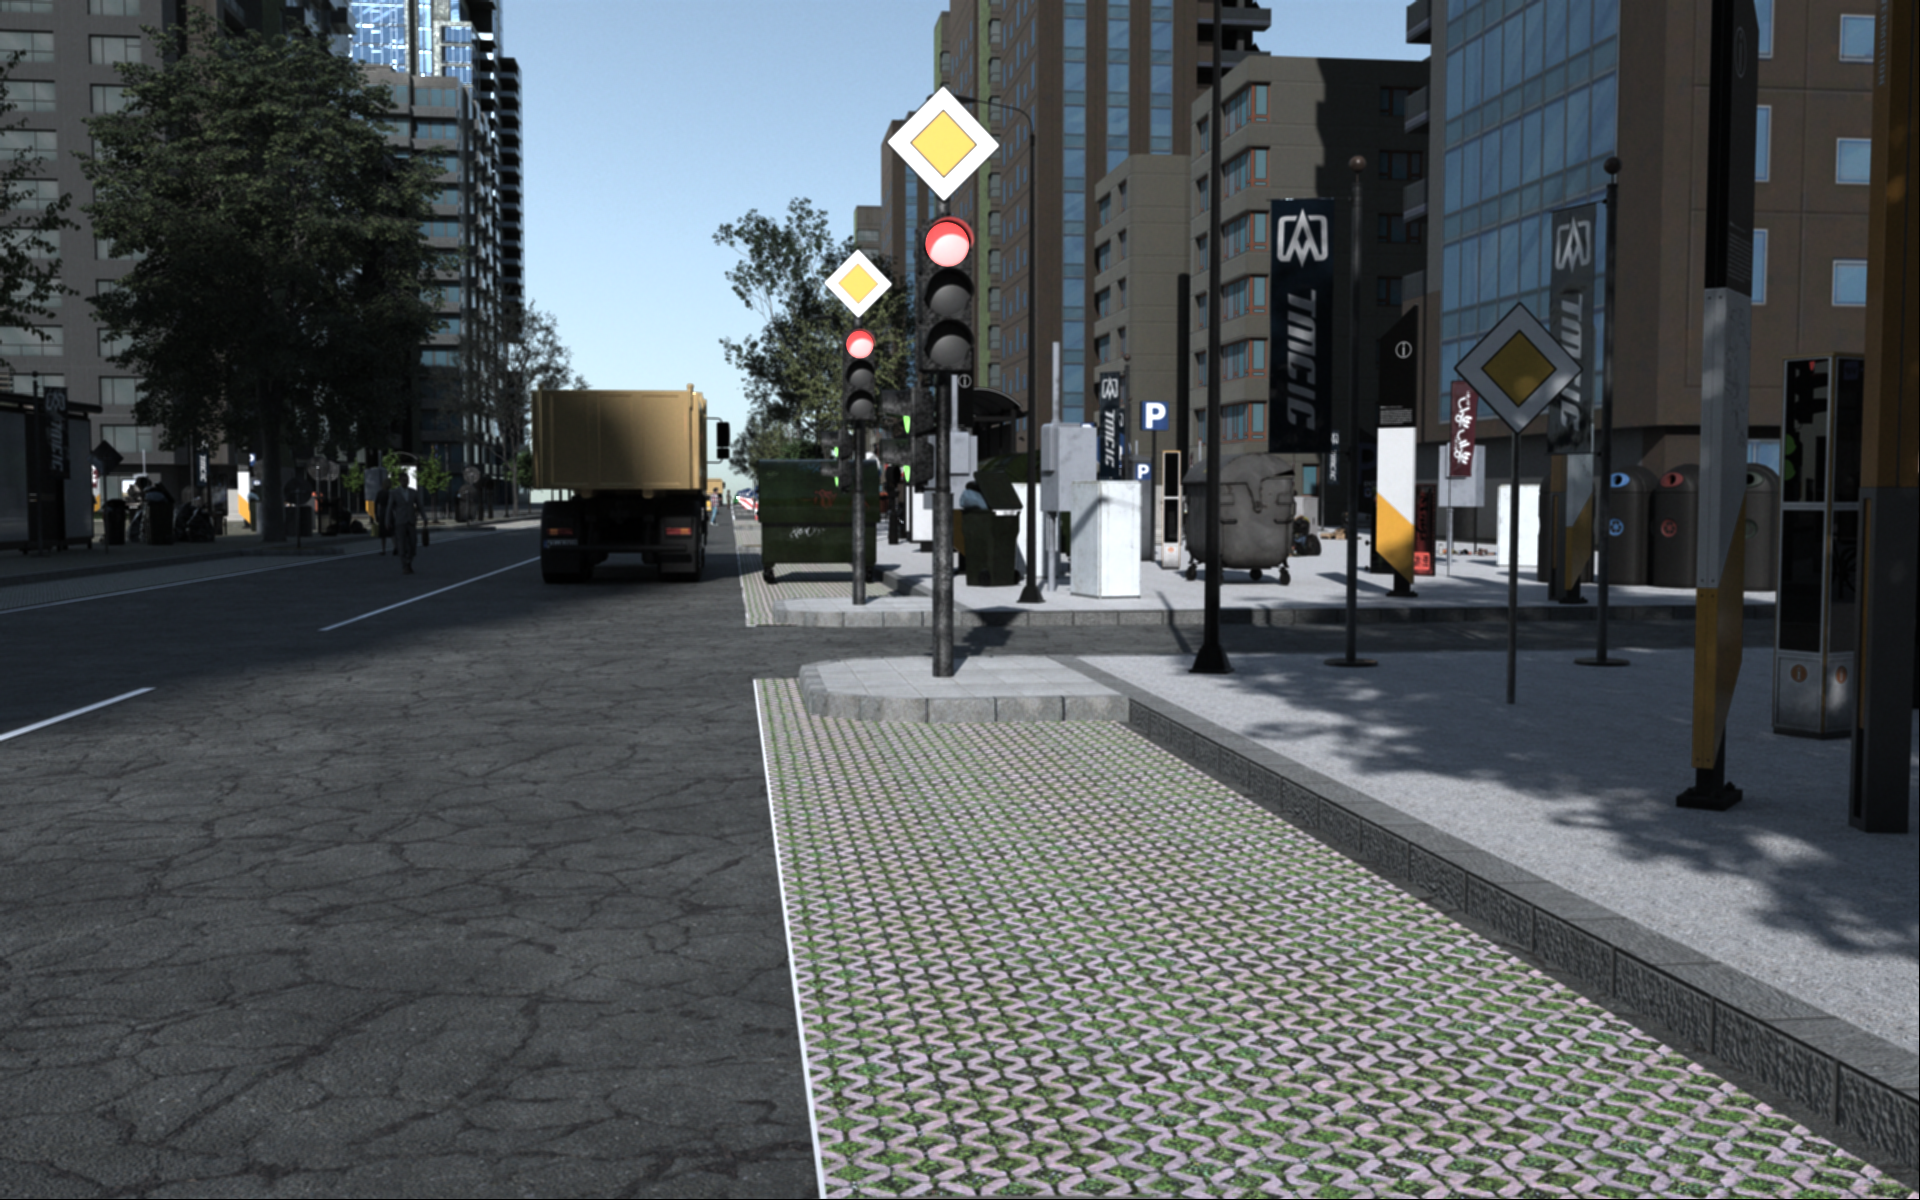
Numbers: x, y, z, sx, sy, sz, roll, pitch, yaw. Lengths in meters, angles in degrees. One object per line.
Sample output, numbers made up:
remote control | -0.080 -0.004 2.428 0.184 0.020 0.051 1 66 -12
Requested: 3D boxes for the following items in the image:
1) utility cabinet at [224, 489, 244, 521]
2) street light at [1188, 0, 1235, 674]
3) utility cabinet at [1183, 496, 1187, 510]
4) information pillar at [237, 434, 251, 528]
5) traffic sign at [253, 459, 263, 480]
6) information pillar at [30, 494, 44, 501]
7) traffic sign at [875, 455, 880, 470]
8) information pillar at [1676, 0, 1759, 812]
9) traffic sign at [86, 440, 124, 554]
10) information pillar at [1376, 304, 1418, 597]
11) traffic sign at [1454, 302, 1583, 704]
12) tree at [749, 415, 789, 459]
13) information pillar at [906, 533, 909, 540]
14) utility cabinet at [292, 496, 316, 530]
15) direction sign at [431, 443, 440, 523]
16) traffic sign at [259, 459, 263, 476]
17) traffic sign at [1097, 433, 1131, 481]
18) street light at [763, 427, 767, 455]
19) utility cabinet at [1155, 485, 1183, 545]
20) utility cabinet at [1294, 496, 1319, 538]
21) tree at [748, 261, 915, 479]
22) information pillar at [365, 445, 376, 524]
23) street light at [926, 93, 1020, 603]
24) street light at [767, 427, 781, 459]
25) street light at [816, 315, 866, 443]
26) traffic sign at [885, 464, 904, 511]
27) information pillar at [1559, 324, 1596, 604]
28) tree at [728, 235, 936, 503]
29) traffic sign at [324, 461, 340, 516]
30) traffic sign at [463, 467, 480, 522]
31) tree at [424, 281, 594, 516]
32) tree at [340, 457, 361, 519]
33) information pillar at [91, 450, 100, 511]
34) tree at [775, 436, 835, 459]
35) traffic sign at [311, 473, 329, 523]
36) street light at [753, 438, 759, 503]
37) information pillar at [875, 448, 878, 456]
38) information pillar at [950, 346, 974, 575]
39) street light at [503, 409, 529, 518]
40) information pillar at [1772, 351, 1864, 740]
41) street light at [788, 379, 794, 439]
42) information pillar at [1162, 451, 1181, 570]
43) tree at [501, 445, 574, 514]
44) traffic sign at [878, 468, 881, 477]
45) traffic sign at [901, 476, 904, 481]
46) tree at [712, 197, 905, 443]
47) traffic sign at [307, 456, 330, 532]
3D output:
utility cabinet | -33.429 -4.370 80.124 1.173 1.500 0.318 -1 4 -14
street light | 1.280 -2.429 12.261 1.470 5.913 1.316 0 4 -8
utility cabinet | 7.845 -2.989 60.033 0.306 1.237 1.020 2 4 30
information pillar | -26.661 -4.476 64.533 0.504 3.616 0.183 1 4 11
traffic sign | -25.368 -3.851 63.078 0.768 2.556 0.104 0 4 0
information pillar | -34.885 -4.528 65.384 0.504 3.616 0.183 -1 4 -16
traffic sign | -2.750 -3.135 51.364 0.768 2.556 0.104 0 4 -1
information pillar | 3.157 -0.965 7.141 0.183 3.616 0.504 3 4 36
traffic sign | -18.188 -2.182 36.866 0.795 2.450 0.064 0 4 0
information pillar | 5.457 -1.849 21.591 0.504 3.616 0.183 3 4 36
traffic sign | 3.372 -0.572 10.538 0.795 2.450 0.064 0 4 -4
tree | -16.919 -12.591 156.229 4.360 8.622 3.978 0 3 0
information pillar | -1.306 -2.673 48.188 0.304 2.012 0.304 1 4 18
utility cabinet | -23.500 -3.111 62.019 0.306 1.237 1.020 1 4 14
direction sign | -23.160 -5.163 76.414 0.379 3.537 0.876 -2 4 -35
traffic sign | -23.456 -3.594 58.871 0.768 2.556 0.104 0 4 1
traffic sign | 3.041 -2.124 34.839 0.768 2.556 0.104 0 4 -5
street light | -12.939 -9.020 120.016 1.470 5.913 1.316 0 4 -8
utility cabinet | 4.994 -2.132 43.534 1.173 1.500 0.318 1 4 14
utility cabinet | 9.372 -2.184 46.871 0.306 1.237 1.020 2 4 34
tree | -3.505 -6.328 53.829 4.737 8.622 4.395 0 3 0
information pillar | -25.055 -5.026 73.536 0.183 3.616 0.504 1 4 17
street light | 0.306 -2.920 20.282 1.470 5.913 1.316 0 4 -8
street light | -9.649 -7.471 94.687 1.470 5.913 1.316 0 4 -8
street light | -3.040 -4.437 45.078 1.470 5.913 1.316 0 4 -8
traffic sign | -2.087 -3.472 56.880 0.768 2.556 0.104 0 4 1
information pillar | 7.256 -1.768 20.266 0.504 3.616 0.183 -3 5 -43
tree | -4.218 -7.887 63.371 8.767 10.594 7.601 1 4 14
traffic sign | -24.331 -4.083 66.857 0.768 2.556 0.104 0 4 -7
traffic sign | -22.577 -4.892 80.090 0.768 2.556 0.104 0 4 -4
tree | -26.086 -11.645 100.767 12.009 13.543 11.850 0 3 0
tree | -31.651 -5.871 90.593 1.663 3.219 1.824 0 3 0
information pillar | -44.152 -5.932 88.337 0.183 3.616 0.504 3 5 39
tree | -7.848 -6.420 88.682 4.285 4.588 4.351 0 3 0
traffic sign | -24.095 -3.975 65.099 0.768 2.556 0.104 0 4 2
street light | -16.319 -10.532 144.737 1.470 5.913 1.316 0 4 -8
information pillar | -4.270 -5.870 87.336 0.183 3.616 0.504 -2 4 -24
information pillar | -0.005 -2.209 27.467 0.504 3.616 0.183 -1 4 -14
street light | -24.106 -7.433 94.067 1.470 5.913 1.316 0 4 -8
information pillar | 4.544 -0.285 9.153 0.304 2.012 0.304 -2 4 -30
street light | -6.320 -5.949 69.812 1.470 5.913 1.316 0 4 -8
information pillar | 3.601 -1.530 29.508 0.304 2.012 0.304 0 4 8
tree | -28.175 -7.941 113.556 4.285 4.588 4.351 0 3 0
traffic sign | -3.700 -4.456 72.966 0.768 2.556 0.104 0 4 2
traffic sign | -2.653 -4.442 72.629 0.884 2.594 0.081 0 3 0
tree | -9.256 -15.466 108.755 12.611 20.169 13.585 0 3 0
traffic sign | -21.281 -3.508 57.457 0.768 2.556 0.104 0 4 0
